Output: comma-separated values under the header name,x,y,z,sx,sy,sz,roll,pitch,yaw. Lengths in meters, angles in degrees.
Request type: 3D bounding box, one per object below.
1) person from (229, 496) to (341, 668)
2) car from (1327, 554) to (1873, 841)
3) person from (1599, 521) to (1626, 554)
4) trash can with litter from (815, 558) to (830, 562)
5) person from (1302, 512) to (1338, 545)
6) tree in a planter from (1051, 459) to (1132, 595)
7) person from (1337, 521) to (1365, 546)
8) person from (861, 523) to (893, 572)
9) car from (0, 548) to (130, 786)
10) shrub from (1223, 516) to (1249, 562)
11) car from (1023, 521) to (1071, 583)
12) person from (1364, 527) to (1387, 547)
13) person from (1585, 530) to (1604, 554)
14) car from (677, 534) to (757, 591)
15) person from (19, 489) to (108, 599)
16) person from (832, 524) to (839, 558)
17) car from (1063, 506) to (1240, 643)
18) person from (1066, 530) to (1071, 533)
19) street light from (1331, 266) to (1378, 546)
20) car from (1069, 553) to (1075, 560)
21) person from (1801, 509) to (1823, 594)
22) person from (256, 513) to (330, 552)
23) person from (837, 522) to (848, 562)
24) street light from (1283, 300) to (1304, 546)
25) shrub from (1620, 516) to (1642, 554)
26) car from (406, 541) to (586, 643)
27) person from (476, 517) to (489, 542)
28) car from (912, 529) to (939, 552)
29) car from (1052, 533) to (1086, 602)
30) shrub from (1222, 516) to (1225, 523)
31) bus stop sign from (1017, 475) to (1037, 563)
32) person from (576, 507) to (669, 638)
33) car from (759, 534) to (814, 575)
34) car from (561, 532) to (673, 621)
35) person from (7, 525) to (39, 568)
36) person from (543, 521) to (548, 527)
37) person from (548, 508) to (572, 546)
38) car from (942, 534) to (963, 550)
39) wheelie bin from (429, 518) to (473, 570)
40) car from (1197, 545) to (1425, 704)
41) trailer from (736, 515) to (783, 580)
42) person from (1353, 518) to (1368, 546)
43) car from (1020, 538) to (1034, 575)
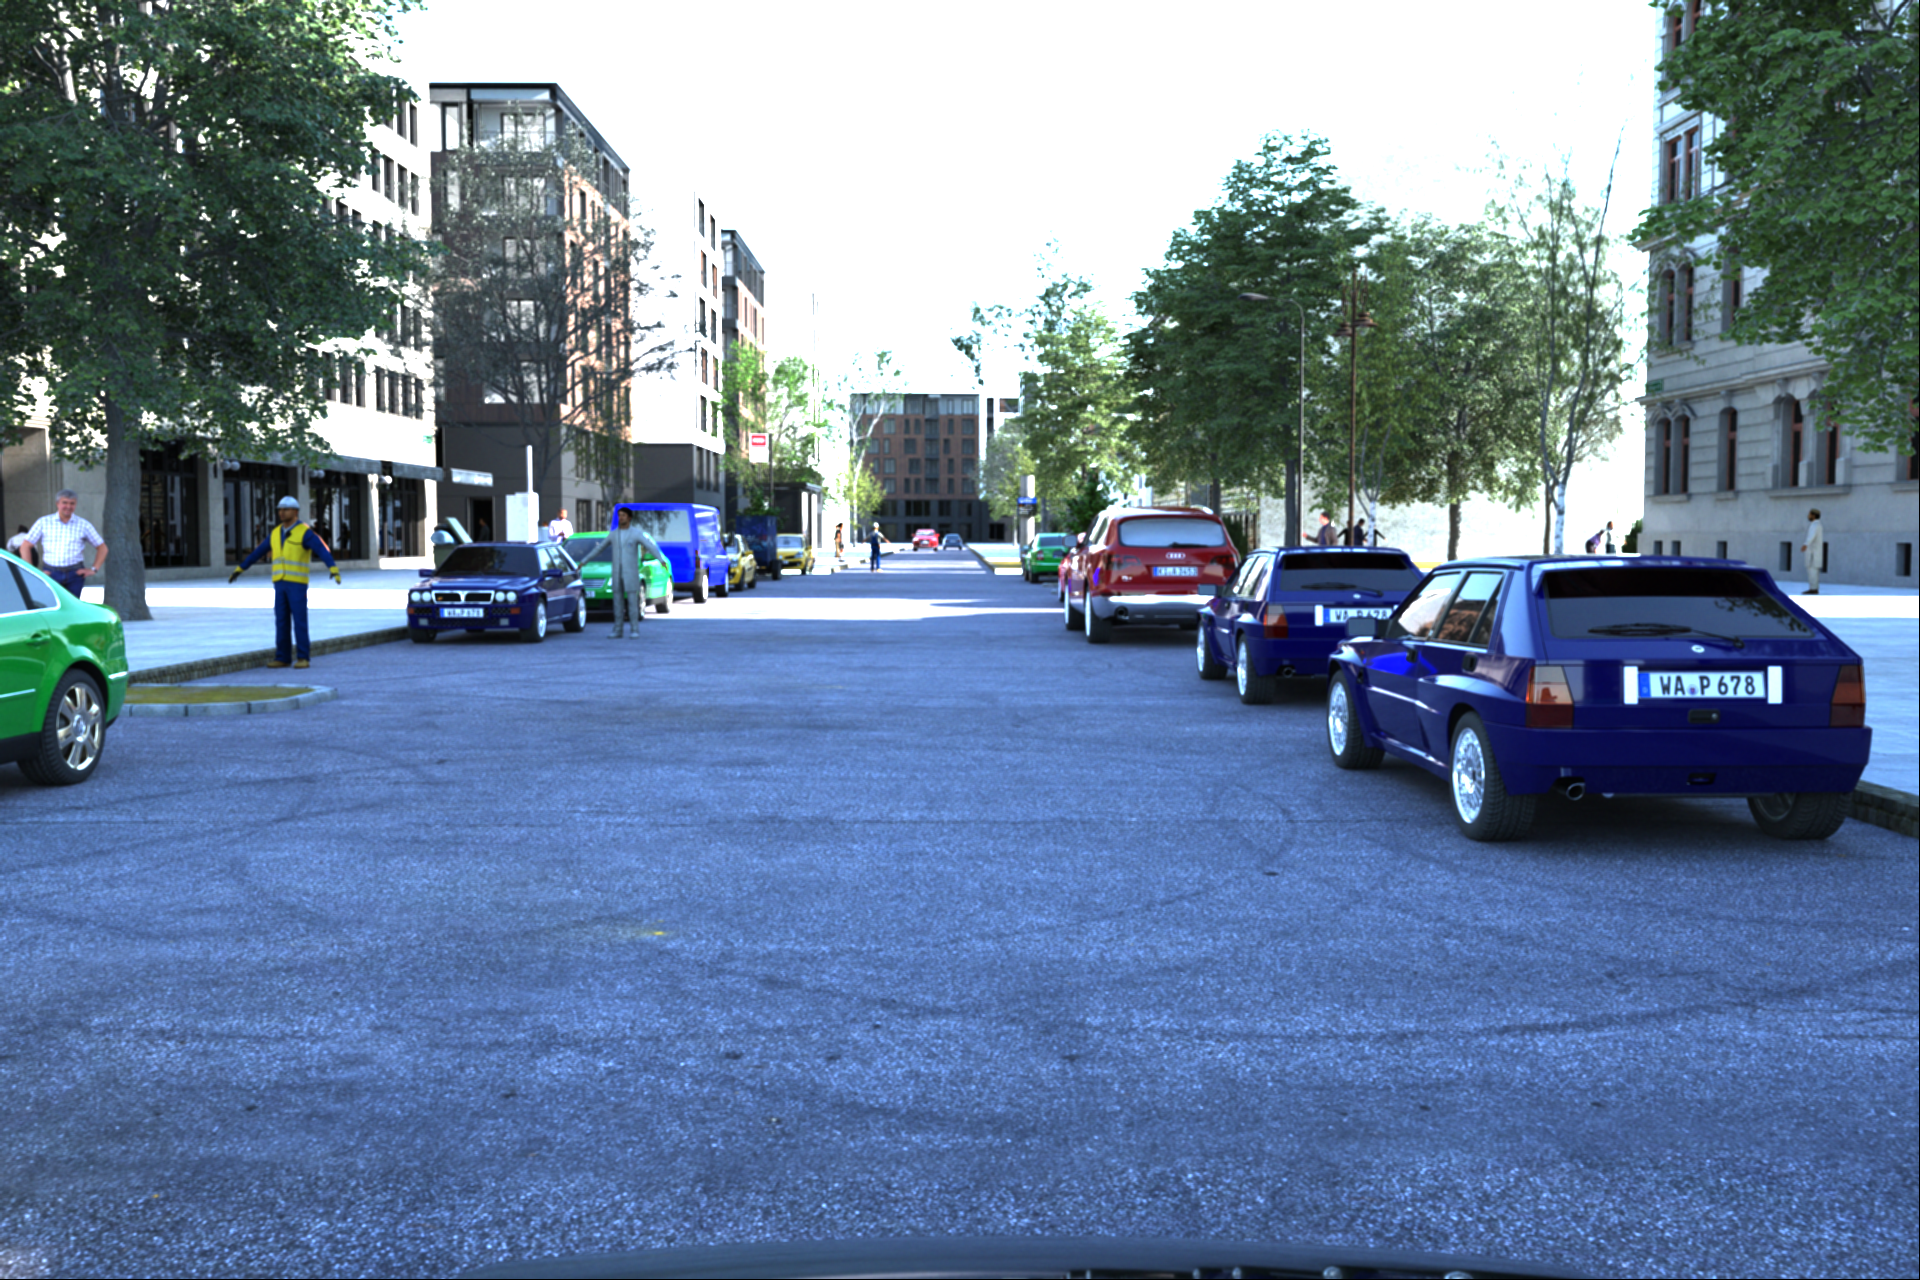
name,x,y,z,sx,sy,sz,roll,pitch,yaw
person,-7.187,-0.619,18.547,1.349,1.833,0.705,1,4,15
car,3.193,0.192,9.440,1.945,1.354,3.894,0,4,-2
person,22.489,-3.235,59.727,1.217,1.735,0.721,-2,4,-25
trash can with litter,-6.908,-4.317,81.642,1.678,1.210,2.233,0,4,0
person,7.789,-1.898,37.611,0.750,1.759,0.617,0,4,-3
tree in a planter,3.186,-2.701,41.389,1.991,3.239,1.994,0,4,1
person,15.992,-3.992,71.201,1.347,1.837,0.705,1,4,18
person,-3.203,-3.518,65.827,1.347,1.847,0.705,2,4,23
car,-5.924,0.015,8.551,1.959,1.807,4.718,0,4,0
shrub,10.290,-3.781,66.241,1.690,2.028,1.600,0,3,0
car,2.886,-2.626,51.739,1.959,1.807,4.718,0,4,-1
person,20.503,-4.876,85.916,1.347,1.806,0.705,2,4,35
person,22.722,-3.220,61.930,0.421,1.427,0.697,-3,5,-44
car,-6.262,-2.098,44.527,2.015,1.641,3.980,0,3,0
person,-8.611,-0.591,16.647,0.756,1.711,0.436,-1,4,-23
person,-6.566,-5.232,91.817,0.705,1.796,1.348,-1,4,-12
car,2.632,-0.953,24.252,2.281,1.827,5.304,0,4,-2
person,6.538,-5.856,101.867,1.348,1.813,0.705,0,4,3
street light,6.833,-3.510,30.169,0.468,5.910,1.993,0,4,0
car,2.965,-1.241,29.326,2.155,1.783,4.494,0,4,-1
person,18.160,-1.885,36.906,0.704,1.819,1.344,2,4,35
person,-11.769,-1.492,30.562,1.345,1.807,0.704,-3,4,-38
person,-5.357,-4.428,78.542,0.704,1.843,1.345,1,4,11
street light,7.149,-3.735,33.610,1.470,5.913,1.316,0,4,-1
shrub,26.841,-3.906,68.285,1.690,2.028,1.600,0,3,0
car,-6.377,-0.702,24.059,1.945,1.354,3.894,0,4,0
person,-15.185,-3.003,55.170,0.705,1.821,1.348,0,4,-4
car,-2.860,-8.272,143.924,2.281,1.827,5.304,0,3,0
car,2.991,-1.606,35.302,2.155,1.783,4.494,0,4,0
shrub,10.449,-3.952,69.036,1.690,2.028,1.600,0,3,0
bus stop sign,3.015,-5.445,78.047,0.837,3.901,0.837,0,4,-1
person,-4.624,-0.931,23.859,1.347,1.806,0.705,1,4,12
car,-6.239,-3.180,62.217,2.015,1.641,3.980,0,4,0
car,-6.115,-1.293,29.935,1.959,1.807,4.718,0,4,0
person,-15.585,-1.203,28.907,0.799,1.438,0.628,2,4,29
person,-17.200,-4.011,71.805,0.704,1.802,1.346,0,4,-5
person,-8.498,-1.910,37.143,0.709,1.838,0.599,-3,5,-41
car,-0.705,-9.040,159.805,2.014,1.417,4.499,0,4,-1
wheelie bin,-9.758,-1.548,33.214,0.693,1.594,0.980,0,4,-1
car,3.224,-0.204,15.908,1.945,1.354,3.894,0,3,0
trailer,-6.336,-2.835,53.395,1.471,1.999,3.904,0,4,0
person,12.472,-2.905,53.995,0.568,1.767,0.683,-1,4,-22
car,3.037,-2.846,59.118,1.945,1.354,3.894,0,4,-1
